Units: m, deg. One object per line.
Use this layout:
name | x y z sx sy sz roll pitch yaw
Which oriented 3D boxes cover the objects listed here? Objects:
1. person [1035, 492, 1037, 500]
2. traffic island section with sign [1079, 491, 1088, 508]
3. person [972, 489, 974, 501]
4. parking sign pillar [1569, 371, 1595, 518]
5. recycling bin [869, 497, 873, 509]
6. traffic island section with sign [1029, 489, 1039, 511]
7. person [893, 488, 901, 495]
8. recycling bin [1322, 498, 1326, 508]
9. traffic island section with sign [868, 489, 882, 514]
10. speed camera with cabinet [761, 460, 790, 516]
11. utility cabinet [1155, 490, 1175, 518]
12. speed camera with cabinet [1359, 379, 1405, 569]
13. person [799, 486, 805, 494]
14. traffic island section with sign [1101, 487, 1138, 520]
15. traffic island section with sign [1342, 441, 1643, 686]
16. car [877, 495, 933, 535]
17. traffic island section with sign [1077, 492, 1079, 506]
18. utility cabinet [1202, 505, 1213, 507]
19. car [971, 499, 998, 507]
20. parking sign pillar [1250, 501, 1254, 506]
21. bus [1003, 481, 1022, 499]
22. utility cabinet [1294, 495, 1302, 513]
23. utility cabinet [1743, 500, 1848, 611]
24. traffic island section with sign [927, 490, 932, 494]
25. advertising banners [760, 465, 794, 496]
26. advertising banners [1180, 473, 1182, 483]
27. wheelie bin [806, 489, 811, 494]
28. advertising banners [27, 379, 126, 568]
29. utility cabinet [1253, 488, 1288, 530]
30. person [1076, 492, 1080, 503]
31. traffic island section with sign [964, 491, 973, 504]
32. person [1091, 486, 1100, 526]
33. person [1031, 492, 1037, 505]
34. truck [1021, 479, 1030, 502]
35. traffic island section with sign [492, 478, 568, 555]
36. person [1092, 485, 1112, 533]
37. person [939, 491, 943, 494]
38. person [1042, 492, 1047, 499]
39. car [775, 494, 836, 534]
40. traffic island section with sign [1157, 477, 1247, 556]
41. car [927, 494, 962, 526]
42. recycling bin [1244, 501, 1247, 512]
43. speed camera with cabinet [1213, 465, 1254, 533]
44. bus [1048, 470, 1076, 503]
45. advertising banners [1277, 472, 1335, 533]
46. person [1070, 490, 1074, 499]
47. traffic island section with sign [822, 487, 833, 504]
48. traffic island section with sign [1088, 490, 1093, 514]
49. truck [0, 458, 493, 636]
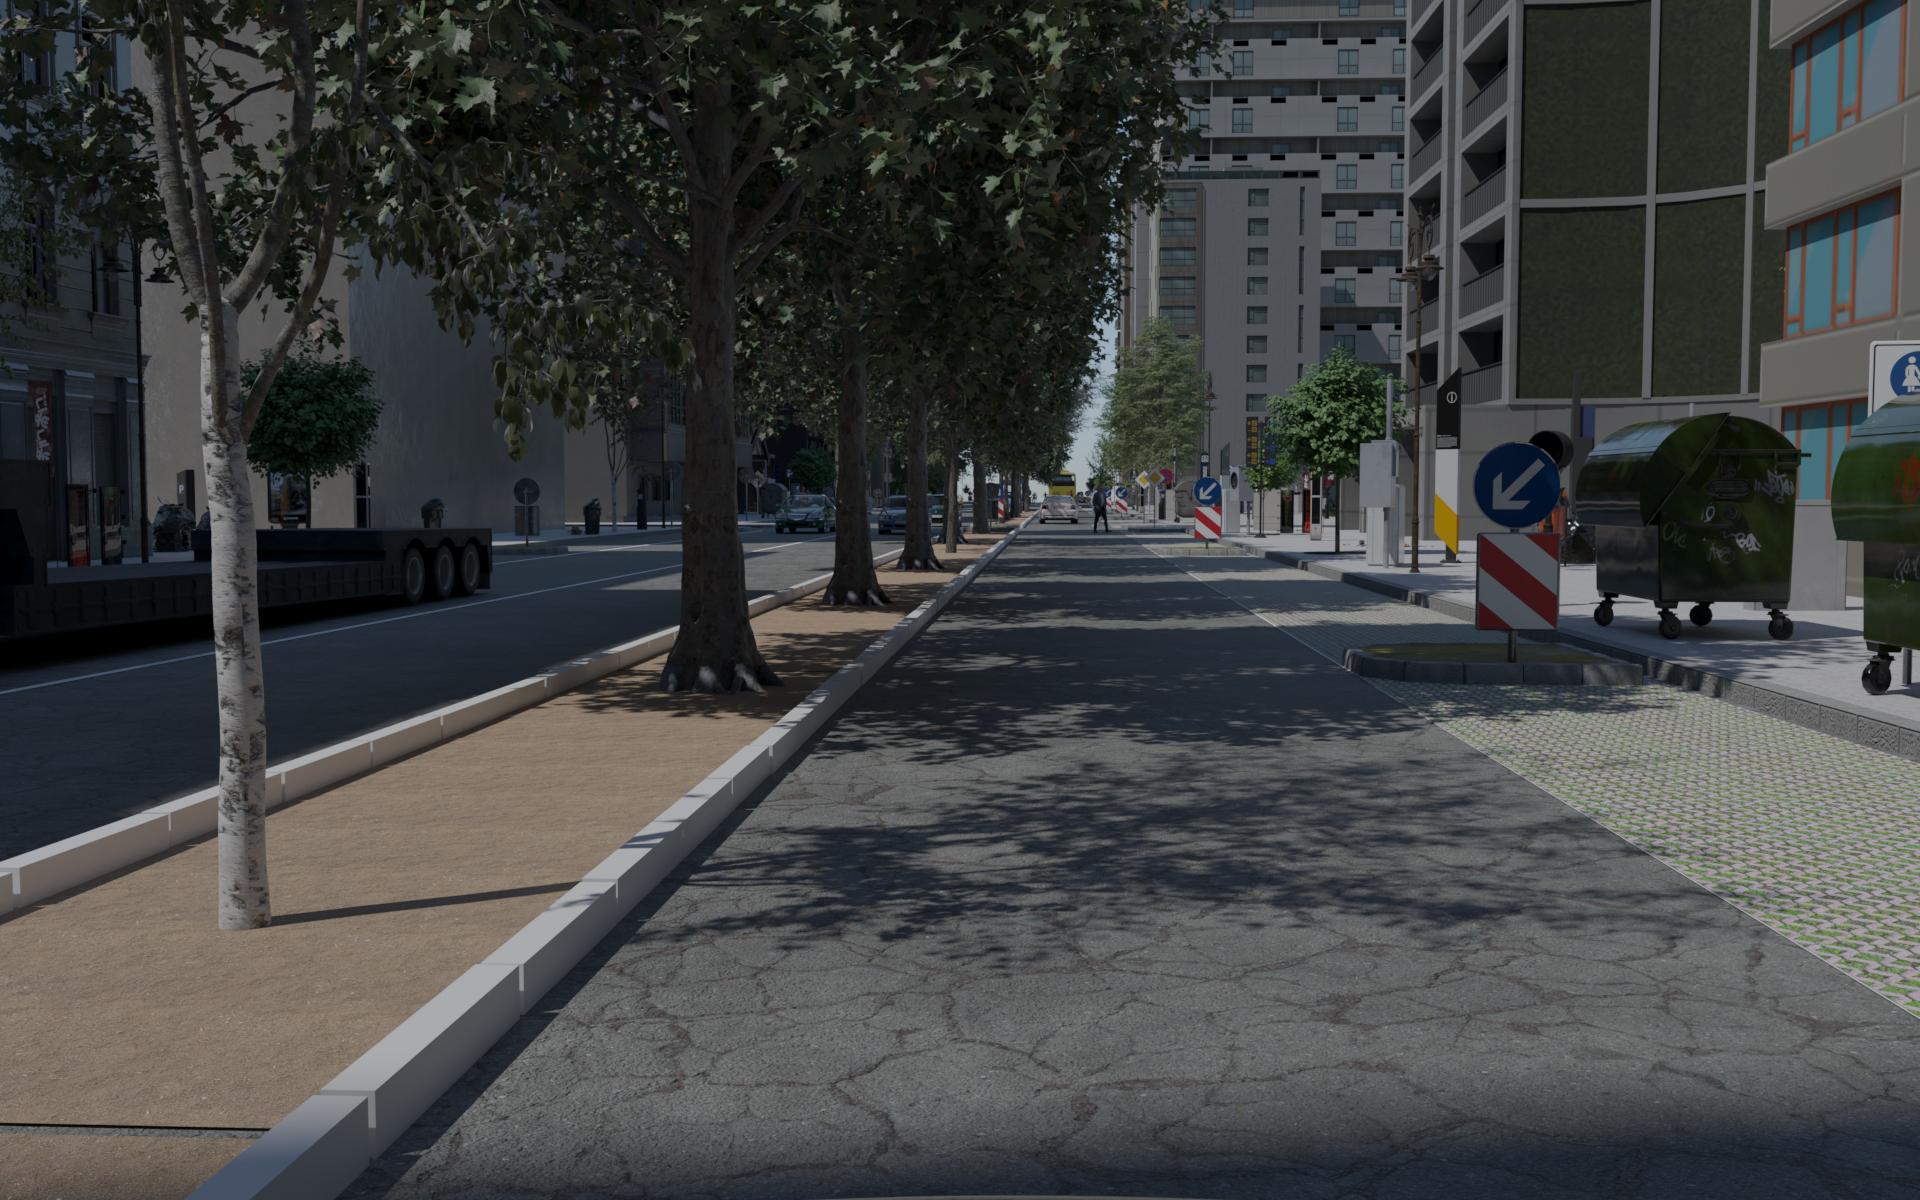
person | 13.222 -17.720 299.014 0.721 1.735 1.217 0 4 -6
traffic island section with sign | 13.138 -10.070 173.279 1.989 1.847 2.006 0 4 3
person | 1.028 -6.743 118.762 0.388 1.821 0.555 0 4 2
parking sign pillar | 13.892 -3.075 38.752 1.447 3.967 1.447 1 4 17
recycling bin | -7.844 -8.170 146.131 0.722 1.027 0.722 -3 4 -36
traffic island section with sign | 5.790 -8.581 148.441 2.006 1.907 1.989 0 4 3
person | -5.135 -8.152 141.153 0.474 1.900 0.648 2 4 31
recycling bin | 22.065 -5.716 106.009 0.722 1.027 0.722 0 4 1
traffic island section with sign | -5.886 -7.064 124.124 1.989 1.847 2.006 0 4 3
speed camera with cabinet | -10.692 -6.486 100.389 2.038 3.252 0.660 3 5 45
utility cabinet | 10.827 -5.044 91.141 1.173 1.500 0.318 1 4 11
speed camera with cabinet | 7.470 -2.219 30.611 0.660 3.252 2.038 1 4 21
person | -7.732 -4.705 85.441 0.388 1.821 0.555 1 4 21
traffic island section with sign | 8.692 -5.261 94.640 1.989 1.847 2.006 0 4 3
traffic island section with sign | 4.147 -0.321 13.875 1.989 1.847 2.006 0 4 3
car | -1.963 -3.104 62.746 2.014 1.417 4.499 0 4 2
traffic island section with sign | 14.646 -11.719 200.238 1.989 1.847 2.006 0 4 3
utility cabinet | 11.713 -4.402 83.133 1.020 1.237 0.306 -3 5 -41
car | 1.906 -7.444 131.498 2.009 1.686 4.222 0 4 4
parking sign pillar | 23.968 -9.406 142.266 1.447 3.967 1.447 -3 4 -38
bus | 6.201 -13.363 213.336 2.948 3.499 13.247 0 4 3
utility cabinet | 22.963 -6.537 118.034 0.306 1.237 1.020 -1 4 -17
utility cabinet | 9.226 -0.487 19.127 1.020 1.237 0.306 0 4 -1
traffic island section with sign | -3.116 -10.069 173.262 1.989 1.847 2.006 0 4 3
advertising banners | -11.046 -6.637 104.699 2.074 3.025 0.090 0 4 5
advertising banners | 15.963 -7.802 123.749 0.090 3.025 2.074 2 4 24
wheelie bin | -9.105 -5.750 101.927 0.693 1.594 0.980 1 4 19
advertising banners | -13.999 -1.914 27.489 0.090 3.025 2.074 1 4 12
utility cabinet | 10.937 -3.201 61.011 1.173 1.500 0.318 1 4 11
person | 17.966 -15.574 263.796 0.551 1.740 0.621 -1 4 -14
traffic island section with sign | 1.555 -15.124 255.903 1.989 1.847 2.006 0 4 3
person | 6.032 -4.166 76.872 0.793 1.790 0.793 -1 4 -18
person | 10.096 -13.906 236.795 0.756 1.711 0.436 1 4 18
truck | 9.942 -17.892 282.291 2.967 4.110 18.799 0 4 3
traffic island section with sign | -10.541 -2.021 41.673 1.989 1.847 2.006 0 4 3
person | 5.238 -3.370 63.995 0.661 1.777 0.834 -3 4 -38
person | -2.141 -11.143 190.788 1.348 1.812 0.705 1 4 17
person | 13.215 -15.850 267.658 1.348 1.822 0.705 -1 4 -11
car | -5.684 -3.218 64.404 2.131 1.459 4.920 0 4 4
traffic island section with sign | 5.659 -1.967 40.788 1.989 1.847 2.006 0 4 3
car | -0.875 -4.056 76.097 2.009 1.686 4.222 0 4 5
recycling bin | 20.155 -6.849 124.538 0.722 1.027 0.722 -1 4 -16
speed camera with cabinet | 8.910 -3.801 56.486 0.660 3.252 2.038 -1 4 -15
bus | 10.369 -11.323 176.677 2.896 3.916 12.252 0 4 2
advertising banners | 11.374 -3.688 56.487 2.074 3.025 0.090 0 4 -8
person | 10.660 -9.591 165.246 0.705 1.831 1.348 1 4 12
traffic island section with sign | -7.421 -5.402 96.944 1.989 1.847 2.006 0 4 3
traffic island section with sign | 10.269 -6.966 122.522 1.989 1.847 2.006 0 4 3
truck | -8.572 -1.587 15.698 2.967 4.110 18.799 0 4 4
